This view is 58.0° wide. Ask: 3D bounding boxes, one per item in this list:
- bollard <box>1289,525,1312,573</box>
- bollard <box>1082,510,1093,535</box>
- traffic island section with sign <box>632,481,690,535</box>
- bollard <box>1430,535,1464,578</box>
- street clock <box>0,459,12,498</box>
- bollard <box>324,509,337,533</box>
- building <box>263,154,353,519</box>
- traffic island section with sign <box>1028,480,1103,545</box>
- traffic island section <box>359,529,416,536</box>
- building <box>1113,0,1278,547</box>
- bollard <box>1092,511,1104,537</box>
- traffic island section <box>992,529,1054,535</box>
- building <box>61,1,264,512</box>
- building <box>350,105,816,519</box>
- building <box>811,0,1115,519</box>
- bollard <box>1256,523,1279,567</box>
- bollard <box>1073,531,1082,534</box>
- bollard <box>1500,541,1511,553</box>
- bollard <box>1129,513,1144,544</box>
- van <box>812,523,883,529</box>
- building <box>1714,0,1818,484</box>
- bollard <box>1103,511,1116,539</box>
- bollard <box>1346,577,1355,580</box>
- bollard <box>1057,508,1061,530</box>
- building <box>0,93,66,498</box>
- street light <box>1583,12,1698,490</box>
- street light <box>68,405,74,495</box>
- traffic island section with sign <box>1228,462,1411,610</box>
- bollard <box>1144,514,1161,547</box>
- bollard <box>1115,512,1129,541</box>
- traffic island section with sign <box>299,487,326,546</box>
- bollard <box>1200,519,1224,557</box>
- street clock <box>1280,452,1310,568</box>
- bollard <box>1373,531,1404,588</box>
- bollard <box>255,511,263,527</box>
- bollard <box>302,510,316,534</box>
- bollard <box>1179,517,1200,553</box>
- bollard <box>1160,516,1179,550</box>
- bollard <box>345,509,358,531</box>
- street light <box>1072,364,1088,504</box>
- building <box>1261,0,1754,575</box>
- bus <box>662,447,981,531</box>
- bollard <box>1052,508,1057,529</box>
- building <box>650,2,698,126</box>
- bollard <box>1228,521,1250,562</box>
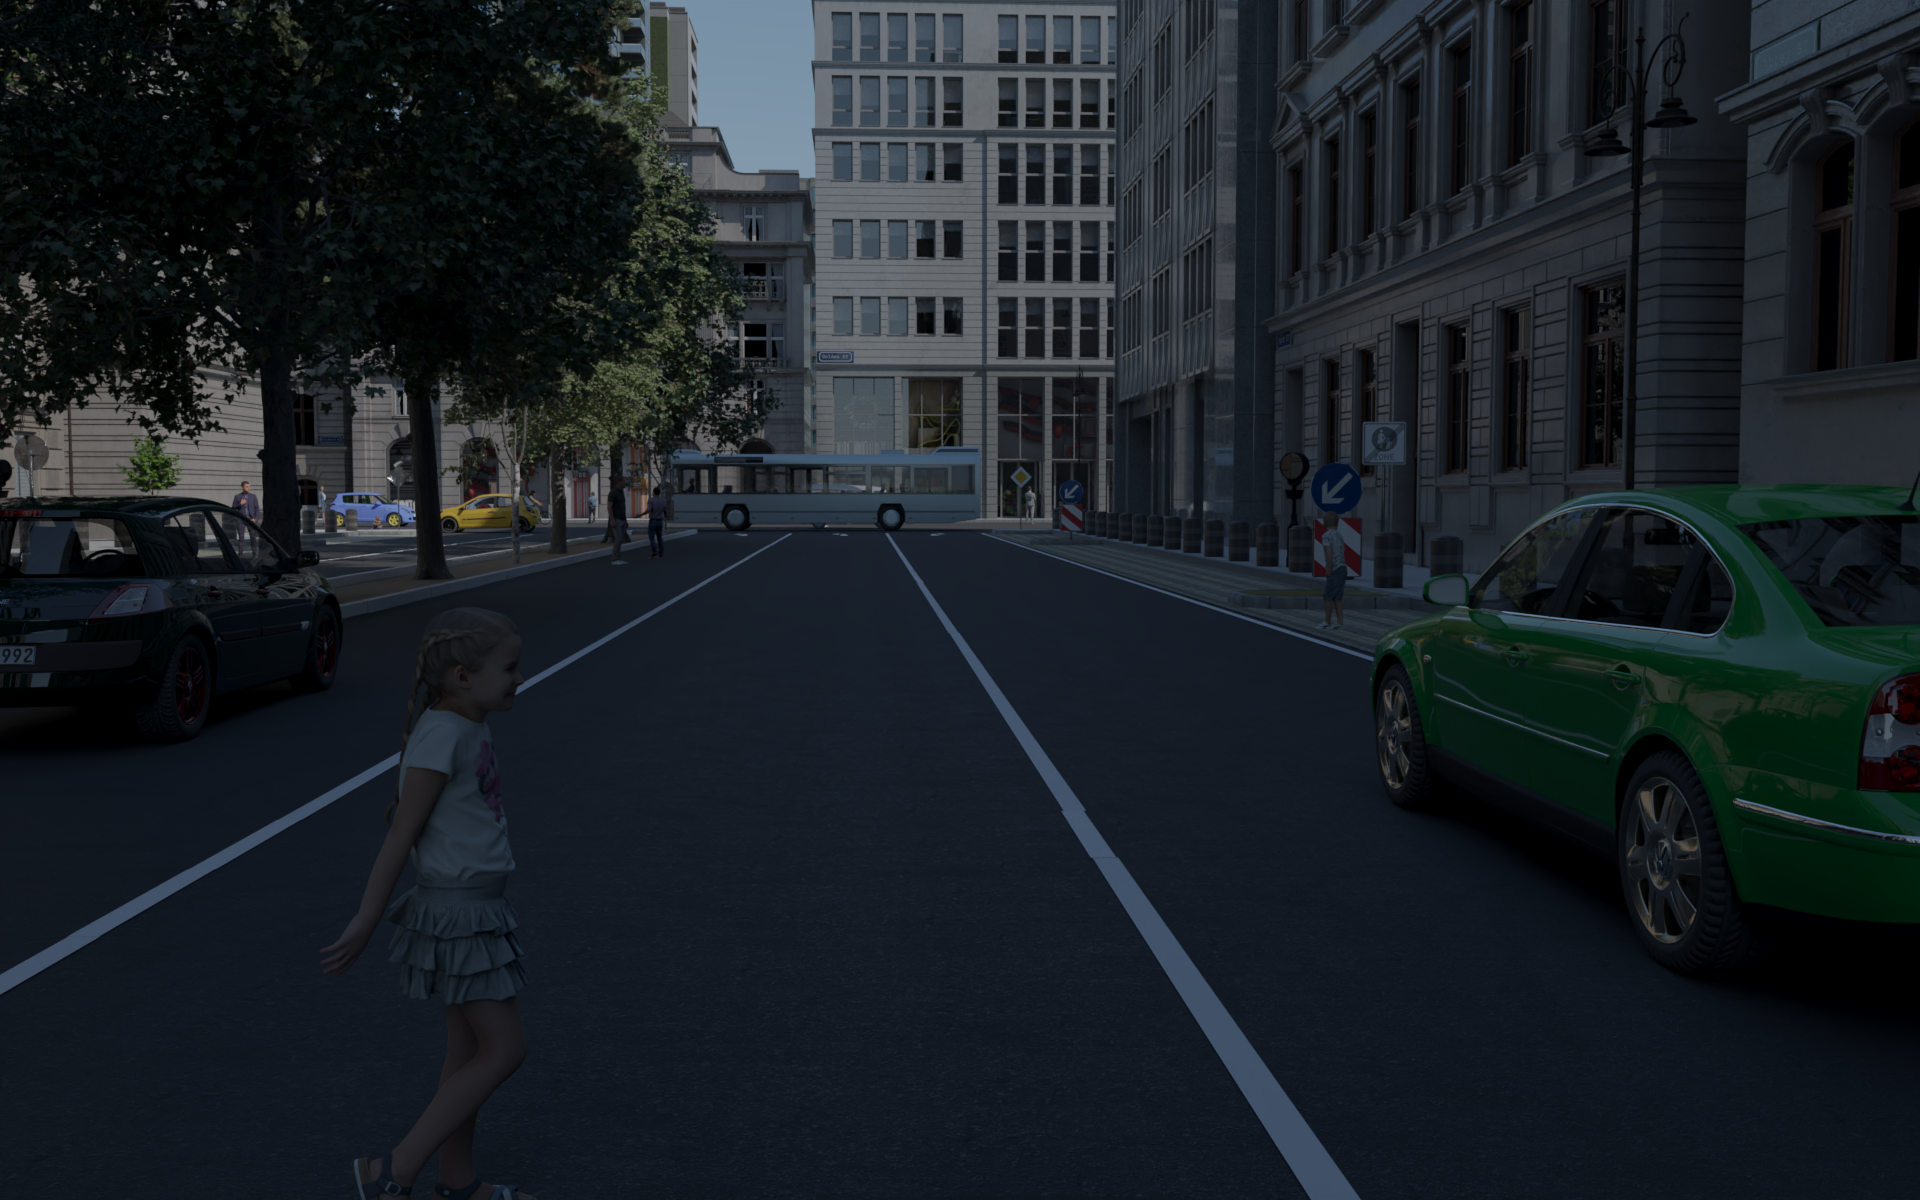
[{"bbox_3d":[5.595,-0.836,28.391,0.404,0.777,0.398,0,3,0],"label":"bollard"},{"bbox_3d":[4.112,-2.406,54.055,0.404,0.777,0.398,0,3,0],"label":"bollard"},{"bbox_3d":[-10.593,-3.284,61.831,2.006,1.907,1.989,0,4,-3],"label":"traffic island section with sign"},{"bbox_3d":[6.003,-0.407,21.371,0.404,0.777,0.398,0,3,0],"label":"bollard"},{"bbox_3d":[-19.997,-1.928,36.099,0.358,2.002,0.471,1,4,13],"label":"street clock"},{"bbox_3d":[-21.056,-2.645,57.959,0.404,0.777,0.398,0,3,0],"label":"bollard"},{"bbox_3d":[-49.356,-16.825,94.167,34.723,24.649,14.460,0,4,-3],"label":"building"},{"bbox_3d":[2.965,-2.480,49.168,1.989,1.847,2.006,0,4,-3],"label":"traffic island section with sign"},{"bbox_3d":[-19.797,-2.372,61.069,2.009,0.180,2.903,0,4,-3],"label":"traffic island section"},{"bbox_3d":[11.979,-14.257,51.132,12.078,24.808,19.932,0,4,-3],"label":"building"},{"bbox_3d":[4.250,-2.263,51.723,0.404,0.777,0.398,0,3,0],"label":"bollard"},{"bbox_3d":[2.208,-2.449,62.327,2.009,0.180,2.903,0,4,-3],"label":"traffic island section"},{"bbox_3d":[-33.138,-13.249,52.785,21.152,22.565,11.583,0,4,-3],"label":"building"},{"bbox_3d":[-19.951,-15.475,94.819,24.055,21.916,13.314,0,4,-3],"label":"building"},{"bbox_3d":[7.041,-19.375,94.272,29.804,29.767,11.434,0,4,-3],"label":"building"},{"bbox_3d":[5.461,-0.979,30.723,0.404,0.777,0.398,0,3,0],"label":"bollard"},{"bbox_3d":[3.982,-2.549,56.398,0.404,0.777,0.398,0,3,0],"label":"bollard"},{"bbox_3d":[6.135,-0.264,19.036,0.404,0.777,0.398,0,3,0],"label":"bollard"},{"bbox_3d":[4.653,-1.836,44.728,0.404,0.777,0.398,0,3,0],"label":"bollard"},{"bbox_3d":[-4.544,-3.993,72.292,4.112,2.044,2.013,0,4,-5],"label":"van"},{"bbox_3d":[15.602,-13.512,8.312,14.401,28.519,23.554,0,4,-3],"label":"building"},{"bbox_3d":[4.386,-2.121,49.391,0.404,0.777,0.398,0,3,0],"label":"bollard"},{"bbox_3d":[5.733,-0.692,26.034,0.404,0.777,0.398,0,3,0],"label":"bollard"},{"bbox_3d":[3.714,-2.836,61.080,0.404,0.777,0.398,0,3,0],"label":"bollard"},{"bbox_3d":[-27.215,-14.244,30.158,12.463,27.353,25.104,0,4,-3],"label":"building"},{"bbox_3d":[6.726,-2.722,17.295,0.468,5.910,1.993,0,4,-3],"label":"street light"},{"bbox_3d":[-20.626,-4.118,40.118,0.468,5.910,1.993,0,4,-3],"label":"street light"},{"bbox_3d":[4.520,-0.834,22.258,1.989,1.847,2.006,0,4,-3],"label":"traffic island section with sign"},{"bbox_3d":[4.788,-1.693,42.397,0.404,0.777,0.398,0,3,0],"label":"bollard"},{"bbox_3d":[4.518,-1.978,47.060,0.404,0.777,0.398,0,3,0],"label":"bollard"},{"bbox_3d":[-18.725,-2.407,47.983,1.989,1.847,2.006,0,4,-3],"label":"traffic island section with sign"},{"bbox_3d":[5.193,-1.264,35.389,0.404,0.777,0.398,0,3,0],"label":"bollard"},{"bbox_3d":[5.814,-1.564,30.137,0.471,2.002,0.358,3,5,41],"label":"street clock"},{"bbox_3d":[5.866,-0.550,23.702,0.404,0.777,0.398,0,3,0],"label":"bollard"},{"bbox_3d":[-20.649,-2.216,50.952,0.404,0.777,0.398,0,3,0],"label":"bollard"},{"bbox_3d":[-20.916,-2.501,55.616,0.404,0.777,0.398,0,3,0],"label":"bollard"},{"bbox_3d":[5.058,-1.407,37.720,0.404,0.777,0.398,0,3,0],"label":"bollard"},{"bbox_3d":[4.922,-1.550,40.053,0.404,0.777,0.398,0,3,0],"label":"bollard"},{"bbox_3d":[-21.186,-2.787,60.290,0.404,0.777,0.398,0,3,0],"label":"bollard"},{"bbox_3d":[4.267,-5.451,61.911,0.468,5.910,1.993,0,4,-3],"label":"street light"},{"bbox_3d":[12.980,-11.900,30.719,11.583,22.565,21.152,0,4,-3],"label":"building"},{"bbox_3d":[-5.855,-4.462,67.814,13.247,3.499,2.948,0,4,-2],"label":"bus"},{"bbox_3d":[3.577,-2.978,63.412,0.404,0.777,0.398,0,3,0],"label":"bollard"},{"bbox_3d":[-45.604,-40.652,206.667,28.212,58.520,21.231,0,4,-3],"label":"building"},{"bbox_3d":[5.330,-1.122,33.057,0.404,0.777,0.398,0,3,0],"label":"bollard"}]
